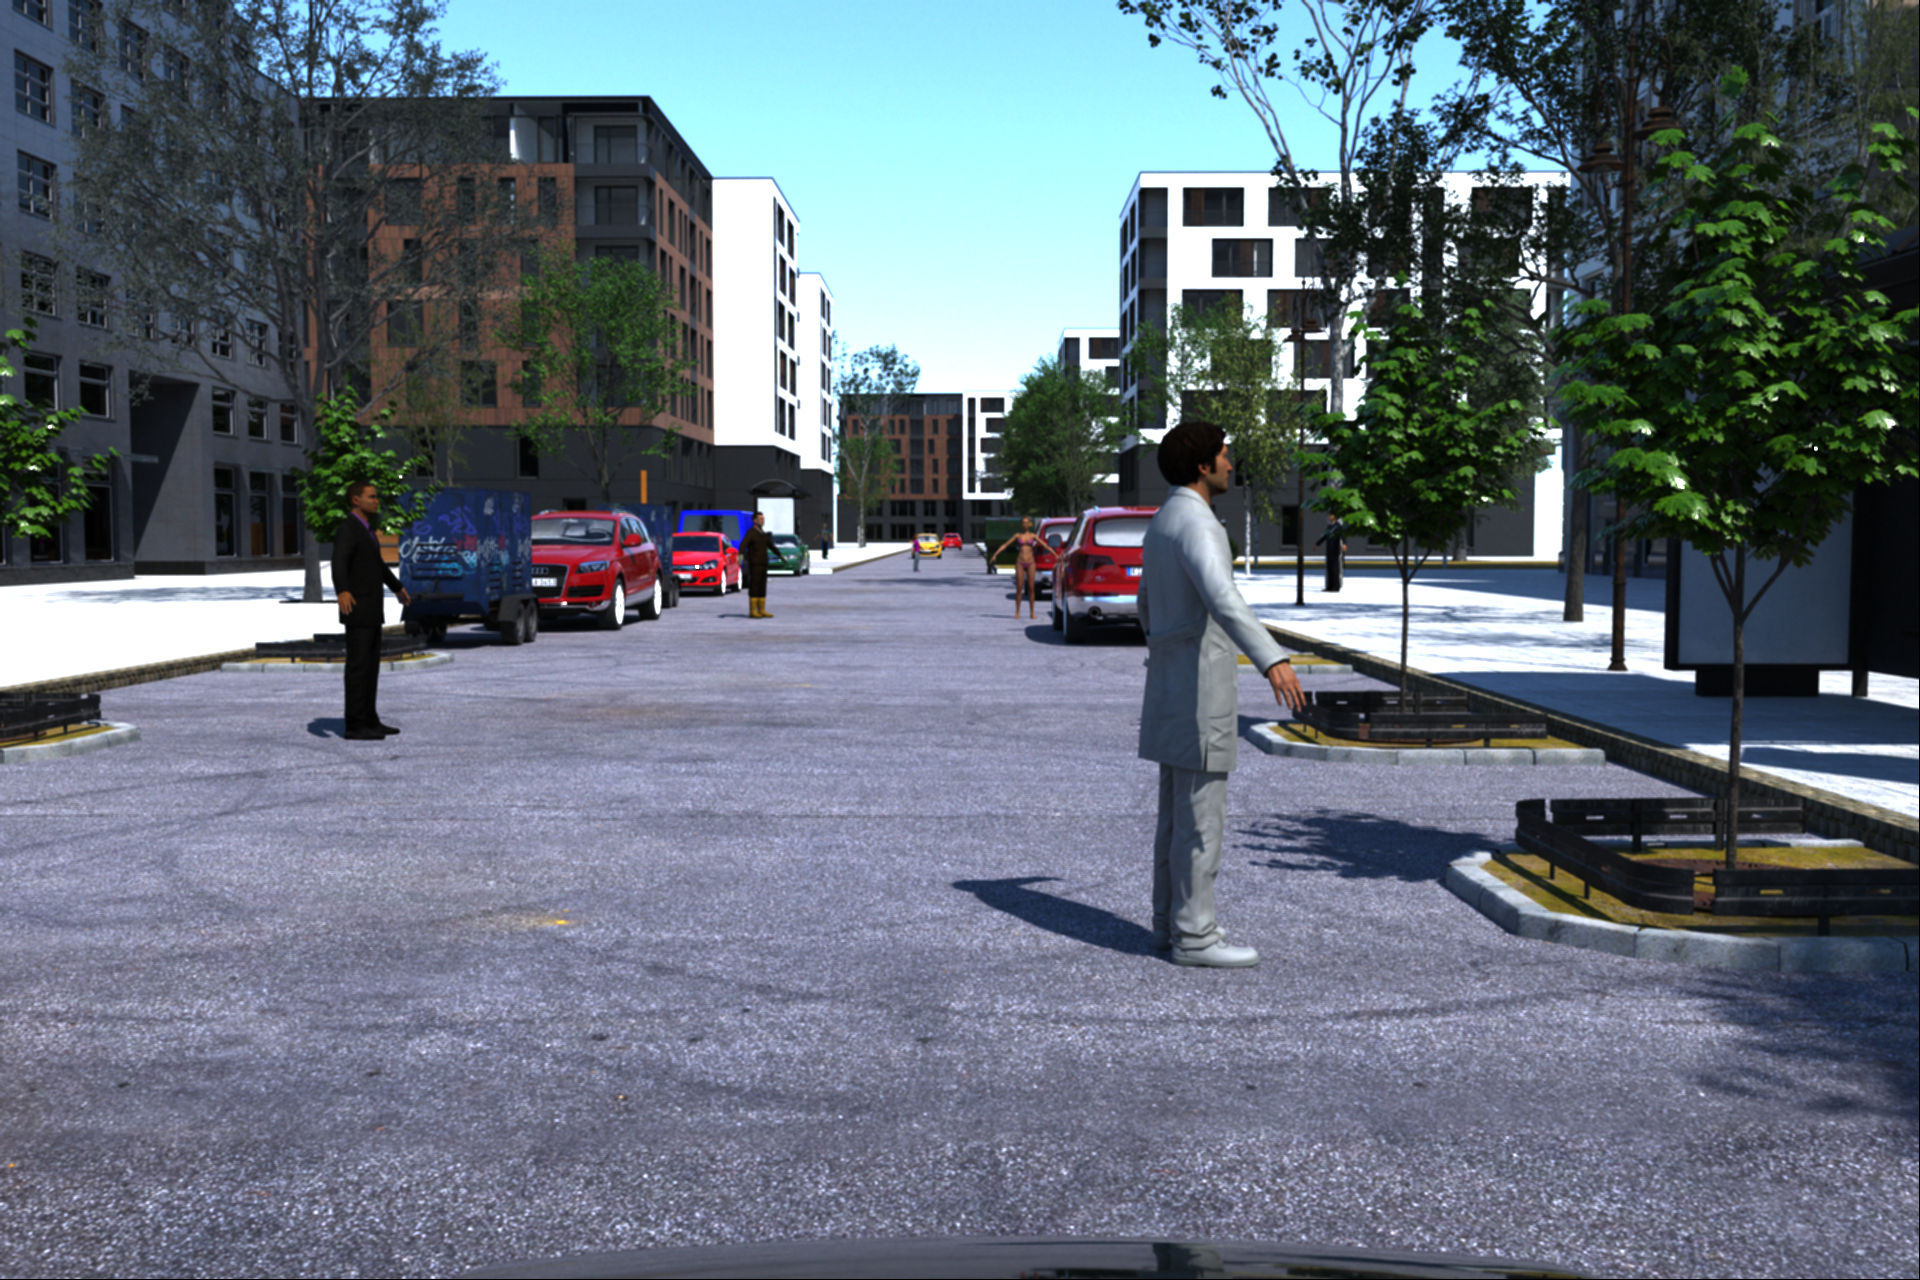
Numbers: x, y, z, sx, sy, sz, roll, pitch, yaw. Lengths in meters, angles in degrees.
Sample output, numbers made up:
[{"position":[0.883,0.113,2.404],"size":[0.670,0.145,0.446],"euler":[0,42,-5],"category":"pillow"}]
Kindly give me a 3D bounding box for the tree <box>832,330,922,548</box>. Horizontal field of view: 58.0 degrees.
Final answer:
[{"position":[-10.216,-18.522,158.721],"size":[12.611,20.169,13.585],"euler":[0,3,0],"category":"tree"}]

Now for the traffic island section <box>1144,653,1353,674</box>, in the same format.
[{"position":[3.023,0.255,18.690],"size":[1.991,0.108,1.994],"euler":[0,3,0],"category":"traffic island section"}]

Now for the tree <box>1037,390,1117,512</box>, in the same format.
[{"position":[5.677,-8.527,89.775],"size":[4.360,8.622,3.978],"euler":[0,3,0],"category":"tree"}]

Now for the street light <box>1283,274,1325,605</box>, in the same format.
[{"position":[6.132,-3.564,31.062],"size":[0.468,5.910,1.993],"euler":[0,3,0],"category":"street light"}]

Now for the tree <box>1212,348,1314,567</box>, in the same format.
[{"position":[11.476,-7.190,67.915],"size":[4.360,8.622,3.978],"euler":[0,3,0],"category":"tree"}]

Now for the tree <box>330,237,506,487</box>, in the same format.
[{"position":[-12.766,-5.672,43.092],"size":[4.360,8.622,3.978],"euler":[0,3,0],"category":"tree"}]

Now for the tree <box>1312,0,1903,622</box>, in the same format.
[{"position":[8.785,-5.528,24.796],"size":[8.767,10.594,7.601],"euler":[2,4,33],"category":"tree"}]

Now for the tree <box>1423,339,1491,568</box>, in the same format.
[{"position":[18.332,-7.024,65.207],"size":[4.360,8.622,3.978],"euler":[0,3,0],"category":"tree"}]

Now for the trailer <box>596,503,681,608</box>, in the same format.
[{"position":[-6.280,-1.585,32.969],"size":[1.471,1.999,3.904],"euler":[0,4,0],"category":"trailer"}]

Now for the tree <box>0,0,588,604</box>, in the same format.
[{"position":[-12.027,-7.441,32.035],"size":[12.009,13.543,11.850],"euler":[0,3,0],"category":"tree"}]

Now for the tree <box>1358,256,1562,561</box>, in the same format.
[{"position":[23.591,-10.679,81.259],"size":[9.857,13.997,8.962],"euler":[0,3,0],"category":"tree"}]

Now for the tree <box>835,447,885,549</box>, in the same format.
[{"position":[-8.861,-12.038,147.189],"size":[4.360,8.622,3.978],"euler":[0,3,0],"category":"tree"}]

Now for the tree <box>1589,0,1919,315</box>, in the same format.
[{"position":[8.891,-4.068,16.868],"size":[4.360,8.622,3.978],"euler":[0,3,0],"category":"tree"}]

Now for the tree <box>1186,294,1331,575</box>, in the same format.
[{"position":[9.202,-6.324,53.755],"size":[4.737,8.622,4.395],"euler":[0,3,0],"category":"tree"}]

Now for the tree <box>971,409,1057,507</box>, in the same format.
[{"position":[6.178,-15.483,163.517],"size":[12.009,13.543,11.850],"euler":[0,3,0],"category":"tree"}]

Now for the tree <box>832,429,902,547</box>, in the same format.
[{"position":[-9.250,-14.918,169.672],"size":[9.928,11.665,9.643],"euler":[0,3,0],"category":"tree"}]

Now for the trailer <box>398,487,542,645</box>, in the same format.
[{"position":[-6.360,-0.905,21.844],"size":[1.471,1.999,3.904],"euler":[0,4,0],"category":"trailer"}]

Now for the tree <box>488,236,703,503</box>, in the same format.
[{"position":[-12.626,-8.278,61.093],"size":[9.928,11.665,9.643],"euler":[0,3,0],"category":"tree"}]

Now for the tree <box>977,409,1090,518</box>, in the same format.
[{"position":[6.272,-14.554,148.322],"size":[12.009,13.543,11.850],"euler":[0,3,0],"category":"tree"}]

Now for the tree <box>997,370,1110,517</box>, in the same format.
[{"position":[5.987,-11.290,110.343],"size":[9.928,11.665,9.643],"euler":[0,3,0],"category":"tree"}]

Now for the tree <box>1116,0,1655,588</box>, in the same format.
[{"position":[10.231,-11.262,40.023],"size":[12.611,20.169,13.585],"euler":[0,3,0],"category":"tree"}]

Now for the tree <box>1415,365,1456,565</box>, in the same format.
[{"position":[19.176,-7.438,71.980],"size":[4.360,8.622,3.978],"euler":[0,3,0],"category":"tree"}]

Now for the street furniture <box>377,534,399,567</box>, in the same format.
[{"position":[-21.069,-3.986,72.024],"size":[9.812,1.723,11.010],"euler":[-2,4,-24],"category":"street furniture"}]

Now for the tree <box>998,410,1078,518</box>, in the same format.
[{"position":[6.749,-13.333,136.115],"size":[7.486,12.596,7.792],"euler":[0,3,0],"category":"tree"}]

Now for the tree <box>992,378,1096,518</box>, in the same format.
[{"position":[5.994,-12.538,123.119],"size":[7.486,12.596,7.792],"euler":[0,3,0],"category":"tree"}]

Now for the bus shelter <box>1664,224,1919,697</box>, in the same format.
[{"position":[6.365,-1.051,11.115],"size":[2.014,3.302,5.546],"euler":[0,4,0],"category":"bus shelter"}]

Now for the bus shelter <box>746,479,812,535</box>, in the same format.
[{"position":[-6.902,-4.454,66.754],"size":[2.014,3.302,5.546],"euler":[0,4,0],"category":"bus shelter"}]

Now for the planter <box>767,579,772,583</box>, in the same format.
[{"position":[-6.562,-1.819,50.888],"size":[1.991,0.319,1.994],"euler":[0,4,0],"category":"planter"}]

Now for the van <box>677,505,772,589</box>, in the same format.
[{"position":[-6.407,-2.616,47.164],"size":[2.240,2.365,5.245],"euler":[0,4,1],"category":"van"}]

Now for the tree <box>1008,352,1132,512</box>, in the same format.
[{"position":[6.326,-10.650,99.890],"size":[9.928,11.665,9.643],"euler":[0,3,0],"category":"tree"}]

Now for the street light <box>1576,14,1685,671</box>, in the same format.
[{"position":[6.185,-2.650,16.115],"size":[0.468,5.910,1.993],"euler":[0,4,1],"category":"street light"}]

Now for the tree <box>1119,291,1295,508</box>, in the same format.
[{"position":[10.747,-9.168,75.655],"size":[9.928,11.665,9.643],"euler":[0,3,0],"category":"tree"}]

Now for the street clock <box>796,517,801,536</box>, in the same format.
[{"position":[-6.890,-4.191,73.093],"size":[0.358,2.002,0.471],"euler":[0,4,1],"category":"street clock"}]

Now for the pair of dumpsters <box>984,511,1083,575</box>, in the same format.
[{"position":[3.070,-3.465,61.597],"size":[4.436,2.255,1.574],"euler":[0,4,1],"category":"pair of dumpsters"}]
